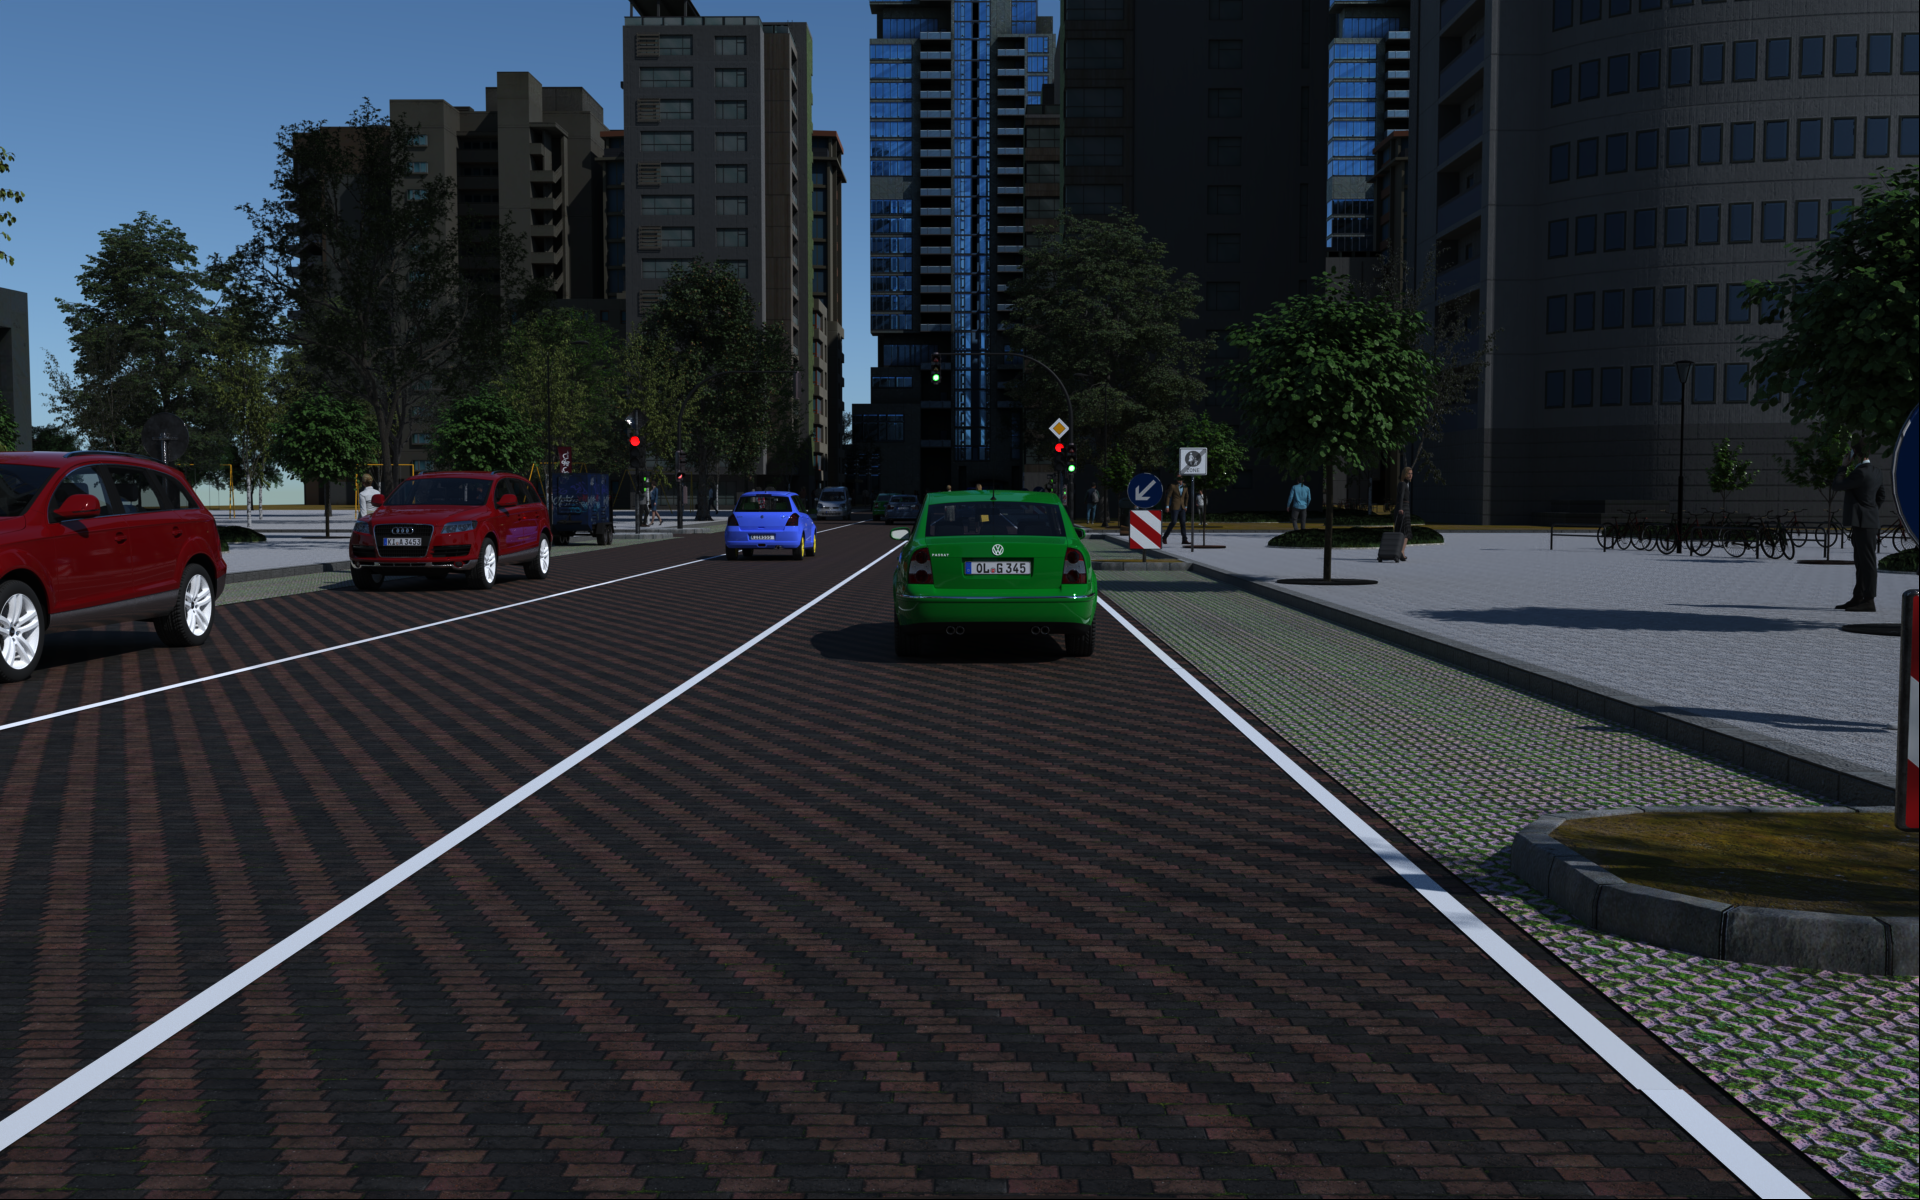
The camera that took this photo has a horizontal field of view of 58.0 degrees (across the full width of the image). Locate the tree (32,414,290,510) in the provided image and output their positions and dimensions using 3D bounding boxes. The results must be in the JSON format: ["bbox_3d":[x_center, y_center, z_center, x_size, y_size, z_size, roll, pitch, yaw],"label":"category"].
[{"bbox_3d":[-60.210,-10.193,129.561,11.467,7.101,20.602,1,4,16],"label":"tree"}]

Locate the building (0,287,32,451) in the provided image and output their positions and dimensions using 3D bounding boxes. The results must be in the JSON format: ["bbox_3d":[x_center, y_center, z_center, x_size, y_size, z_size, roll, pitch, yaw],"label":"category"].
[{"bbox_3d":[-45.441,-44.622,42.239,31.000,86.520,22.319,0,4,1],"label":"building"}]

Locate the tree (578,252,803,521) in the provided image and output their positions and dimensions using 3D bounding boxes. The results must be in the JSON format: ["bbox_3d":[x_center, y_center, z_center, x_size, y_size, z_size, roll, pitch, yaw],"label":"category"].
[{"bbox_3d":[-12.276,-10.111,82.318,9.611,12.733,9.660,0,3,0],"label":"tree"}]

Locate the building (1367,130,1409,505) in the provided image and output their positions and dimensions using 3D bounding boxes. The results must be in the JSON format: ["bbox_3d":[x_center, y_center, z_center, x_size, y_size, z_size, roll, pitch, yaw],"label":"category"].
[{"bbox_3d":[63.358,-33.500,202.356,28.867,44.769,22.147,0,4,1],"label":"building"}]

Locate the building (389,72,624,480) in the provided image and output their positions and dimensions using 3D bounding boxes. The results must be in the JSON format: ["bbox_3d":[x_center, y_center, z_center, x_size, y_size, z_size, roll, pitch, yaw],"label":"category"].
[{"bbox_3d":[-52.717,-35.475,203.722,21.600,48.544,21.300,0,4,1],"label":"building"}]

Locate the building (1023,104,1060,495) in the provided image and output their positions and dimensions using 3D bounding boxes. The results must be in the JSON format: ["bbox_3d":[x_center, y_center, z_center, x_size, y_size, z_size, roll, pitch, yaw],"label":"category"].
[{"bbox_3d":[11.764,-22.020,131.727,14.160,30.474,14.107,0,4,1],"label":"building"}]

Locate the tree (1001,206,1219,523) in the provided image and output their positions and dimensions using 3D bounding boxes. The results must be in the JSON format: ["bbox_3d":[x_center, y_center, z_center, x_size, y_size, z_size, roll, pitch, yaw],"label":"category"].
[{"bbox_3d":[6.471,-10.408,76.825,9.857,13.997,8.962,0,3,0],"label":"tree"}]

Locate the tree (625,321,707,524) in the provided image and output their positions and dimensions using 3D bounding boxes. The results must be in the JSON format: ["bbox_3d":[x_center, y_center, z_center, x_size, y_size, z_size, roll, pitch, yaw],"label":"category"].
[{"bbox_3d":[-13.245,-7.596,74.552,4.737,8.622,4.395,0,3,0],"label":"tree"}]

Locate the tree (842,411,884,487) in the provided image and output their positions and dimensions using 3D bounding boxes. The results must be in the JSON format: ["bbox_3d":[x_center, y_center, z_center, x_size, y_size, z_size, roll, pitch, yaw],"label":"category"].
[{"bbox_3d":[-12.272,-15.461,187.195,8.767,10.594,7.601,0,4,0],"label":"tree"}]

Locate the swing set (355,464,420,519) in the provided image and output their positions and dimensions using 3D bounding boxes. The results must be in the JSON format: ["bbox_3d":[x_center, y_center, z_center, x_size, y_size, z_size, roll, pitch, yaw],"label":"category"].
[{"bbox_3d":[-30.006,-5.701,90.826,3.119,2.851,2.862,-1,4,-15],"label":"swing set"}]

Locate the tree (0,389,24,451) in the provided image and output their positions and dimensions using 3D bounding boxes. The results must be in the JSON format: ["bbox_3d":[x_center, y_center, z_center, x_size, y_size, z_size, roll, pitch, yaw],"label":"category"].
[{"bbox_3d":[-25.800,-3.714,44.430,4.285,4.588,4.351,0,3,0],"label":"tree"}]

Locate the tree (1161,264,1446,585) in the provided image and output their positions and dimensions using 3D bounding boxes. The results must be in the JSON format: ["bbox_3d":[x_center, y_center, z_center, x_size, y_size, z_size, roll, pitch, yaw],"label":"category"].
[{"bbox_3d":[5.219,-2.518,24.878,4.285,4.588,4.351,0,3,0],"label":"tree"}]

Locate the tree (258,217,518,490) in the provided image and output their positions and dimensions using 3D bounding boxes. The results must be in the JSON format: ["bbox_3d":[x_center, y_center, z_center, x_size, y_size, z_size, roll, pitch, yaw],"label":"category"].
[{"bbox_3d":[-24.443,-10.057,74.810,12.009,13.543,11.850,0,3,0],"label":"tree"}]

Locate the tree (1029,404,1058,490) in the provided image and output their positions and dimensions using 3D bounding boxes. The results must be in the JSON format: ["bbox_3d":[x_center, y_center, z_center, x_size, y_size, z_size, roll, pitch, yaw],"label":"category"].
[{"bbox_3d":[6.916,-10.423,120.784,4.360,8.622,3.978,0,3,0],"label":"tree"}]

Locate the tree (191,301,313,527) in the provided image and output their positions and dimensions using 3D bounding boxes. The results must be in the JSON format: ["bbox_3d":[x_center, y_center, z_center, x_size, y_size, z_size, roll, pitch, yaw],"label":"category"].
[{"bbox_3d":[-27.196,-7.113,66.664,4.737,8.622,4.395,0,3,0],"label":"tree"}]

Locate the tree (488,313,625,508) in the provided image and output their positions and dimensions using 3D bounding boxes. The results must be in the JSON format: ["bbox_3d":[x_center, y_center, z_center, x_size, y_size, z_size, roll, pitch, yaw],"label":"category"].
[{"bbox_3d":[-16.194,-7.175,67.673,4.737,8.622,4.395,0,3,0],"label":"tree"}]

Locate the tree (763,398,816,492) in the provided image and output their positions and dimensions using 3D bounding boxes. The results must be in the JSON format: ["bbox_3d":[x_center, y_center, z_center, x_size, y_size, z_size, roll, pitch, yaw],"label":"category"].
[{"bbox_3d":[-12.466,-10.734,125.866,4.737,8.622,4.395,0,3,0],"label":"tree"}]

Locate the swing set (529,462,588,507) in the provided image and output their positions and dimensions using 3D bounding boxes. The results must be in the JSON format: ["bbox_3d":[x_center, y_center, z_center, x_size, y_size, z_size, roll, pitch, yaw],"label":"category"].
[{"bbox_3d":[-20.000,-5.407,86.023,3.119,2.851,2.862,1,4,20],"label":"swing set"}]

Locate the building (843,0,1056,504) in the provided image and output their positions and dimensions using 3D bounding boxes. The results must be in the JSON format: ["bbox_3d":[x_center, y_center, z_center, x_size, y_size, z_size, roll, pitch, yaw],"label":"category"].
[{"bbox_3d":[-0.084,-56.276,232.779,31.000,86.520,22.319,0,4,1],"label":"building"}]

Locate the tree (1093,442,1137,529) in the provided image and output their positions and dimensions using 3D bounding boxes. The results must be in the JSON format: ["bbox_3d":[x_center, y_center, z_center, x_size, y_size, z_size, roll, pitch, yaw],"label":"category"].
[{"bbox_3d":[5.806,-4.293,64.790,1.663,3.219,1.824,0,3,0],"label":"tree"}]

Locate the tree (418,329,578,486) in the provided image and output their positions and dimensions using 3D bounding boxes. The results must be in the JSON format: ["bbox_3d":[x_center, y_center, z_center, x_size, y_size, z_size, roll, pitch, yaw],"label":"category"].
[{"bbox_3d":[-31.841,-12.233,117.023,9.611,12.733,9.660,0,3,0],"label":"tree"}]

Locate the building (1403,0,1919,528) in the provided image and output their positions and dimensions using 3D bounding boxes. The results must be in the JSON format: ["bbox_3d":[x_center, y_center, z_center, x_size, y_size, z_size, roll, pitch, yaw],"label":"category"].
[{"bbox_3d":[35.468,-32.511,73.561,28.212,58.520,21.231,0,4,1],"label":"building"}]

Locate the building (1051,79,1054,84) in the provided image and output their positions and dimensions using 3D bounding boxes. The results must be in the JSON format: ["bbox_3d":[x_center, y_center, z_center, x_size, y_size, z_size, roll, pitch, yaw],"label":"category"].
[{"bbox_3d":[20.068,-35.380,198.078,23.786,49.044,30.456,0,4,1],"label":"building"}]

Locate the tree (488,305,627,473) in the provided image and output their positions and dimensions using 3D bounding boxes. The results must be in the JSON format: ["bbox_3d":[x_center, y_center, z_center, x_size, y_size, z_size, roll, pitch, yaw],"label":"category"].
[{"bbox_3d":[-21.829,-10.306,94.265,9.928,11.665,9.643,0,3,0],"label":"tree"}]

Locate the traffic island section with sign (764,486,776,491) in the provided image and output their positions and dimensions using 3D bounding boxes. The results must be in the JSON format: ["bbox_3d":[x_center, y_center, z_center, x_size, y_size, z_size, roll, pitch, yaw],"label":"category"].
[{"bbox_3d":[-9.785,-4.944,89.467,1.989,1.847,2.006,0,4,1],"label":"traffic island section with sign"}]

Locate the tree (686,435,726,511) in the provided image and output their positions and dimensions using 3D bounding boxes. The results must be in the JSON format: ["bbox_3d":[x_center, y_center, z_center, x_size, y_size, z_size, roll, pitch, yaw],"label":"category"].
[{"bbox_3d":[-18.734,-11.105,131.925,4.360,8.622,3.978,0,3,0],"label":"tree"}]

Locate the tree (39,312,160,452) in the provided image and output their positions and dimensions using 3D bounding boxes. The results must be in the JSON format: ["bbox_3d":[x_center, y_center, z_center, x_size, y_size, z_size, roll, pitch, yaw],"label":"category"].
[{"bbox_3d":[-34.206,-7.260,69.061,4.360,8.622,3.978,0,3,0],"label":"tree"}]

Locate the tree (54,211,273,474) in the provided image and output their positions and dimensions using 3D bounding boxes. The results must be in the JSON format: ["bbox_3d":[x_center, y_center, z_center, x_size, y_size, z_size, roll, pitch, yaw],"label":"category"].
[{"bbox_3d":[-35.605,-10.487,78.115,9.857,13.997,8.962,0,3,0],"label":"tree"}]

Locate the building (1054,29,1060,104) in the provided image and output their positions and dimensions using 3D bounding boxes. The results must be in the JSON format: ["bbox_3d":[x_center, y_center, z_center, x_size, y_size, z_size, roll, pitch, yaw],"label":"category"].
[{"bbox_3d":[15.943,-31.288,161.668,14.600,45.320,14.200,0,4,1],"label":"building"}]

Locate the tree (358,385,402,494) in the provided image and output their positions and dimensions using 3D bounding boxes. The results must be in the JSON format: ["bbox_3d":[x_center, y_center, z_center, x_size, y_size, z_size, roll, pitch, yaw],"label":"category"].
[{"bbox_3d":[-35.997,-9.556,106.600,4.737,8.622,4.395,0,3,0],"label":"tree"}]

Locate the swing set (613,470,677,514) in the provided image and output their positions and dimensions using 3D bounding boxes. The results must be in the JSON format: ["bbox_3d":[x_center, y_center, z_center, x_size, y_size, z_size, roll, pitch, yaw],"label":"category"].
[{"bbox_3d":[-20.477,-6.974,111.651,2.862,2.851,3.119,2,4,28],"label":"swing set"}]

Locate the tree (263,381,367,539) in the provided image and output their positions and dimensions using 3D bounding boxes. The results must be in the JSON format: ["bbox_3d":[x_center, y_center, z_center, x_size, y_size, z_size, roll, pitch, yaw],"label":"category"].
[{"bbox_3d":[-18.345,-4.068,50.230,4.285,4.588,4.351,0,3,0],"label":"tree"}]

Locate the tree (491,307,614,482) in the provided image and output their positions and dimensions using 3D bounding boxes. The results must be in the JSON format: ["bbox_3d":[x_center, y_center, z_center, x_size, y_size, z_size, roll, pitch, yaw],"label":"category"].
[{"bbox_3d":[-24.646,-11.423,104.892,7.486,12.596,7.792,0,3,0],"label":"tree"}]

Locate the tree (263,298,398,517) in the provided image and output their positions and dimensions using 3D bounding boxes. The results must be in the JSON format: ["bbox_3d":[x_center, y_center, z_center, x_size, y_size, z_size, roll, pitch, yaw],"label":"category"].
[{"bbox_3d":[-35.715,-11.027,98.423,7.486,12.596,7.792,0,3,0],"label":"tree"}]

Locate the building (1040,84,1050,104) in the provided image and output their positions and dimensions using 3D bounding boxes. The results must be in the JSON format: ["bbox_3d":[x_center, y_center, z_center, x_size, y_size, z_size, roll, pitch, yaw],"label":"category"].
[{"bbox_3d":[15.084,-30.125,176.138,14.154,41.232,14.086,0,4,1],"label":"building"}]

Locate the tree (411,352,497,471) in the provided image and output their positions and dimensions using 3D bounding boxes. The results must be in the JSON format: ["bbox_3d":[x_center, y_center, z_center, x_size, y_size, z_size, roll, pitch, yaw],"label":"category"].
[{"bbox_3d":[-24.668,-8.272,85.613,4.360,8.622,3.978,0,3,0],"label":"tree"}]

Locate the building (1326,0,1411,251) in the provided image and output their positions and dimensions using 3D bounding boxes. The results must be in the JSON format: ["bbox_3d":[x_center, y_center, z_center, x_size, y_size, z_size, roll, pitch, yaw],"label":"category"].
[{"bbox_3d":[60.479,-56.257,232.475,31.000,86.520,22.319,0,4,1],"label":"building"}]

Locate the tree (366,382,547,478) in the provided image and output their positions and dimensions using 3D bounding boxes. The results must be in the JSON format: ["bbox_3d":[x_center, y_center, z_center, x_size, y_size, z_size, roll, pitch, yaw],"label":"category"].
[{"bbox_3d":[-13.652,-4.023,49.491,4.285,4.588,4.351,0,3,0],"label":"tree"}]

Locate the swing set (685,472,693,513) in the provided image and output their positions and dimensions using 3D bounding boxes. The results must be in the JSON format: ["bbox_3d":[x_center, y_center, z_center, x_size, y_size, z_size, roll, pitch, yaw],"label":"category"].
[{"bbox_3d":[-20.012,-7.531,120.751,3.119,2.851,2.862,0,4,-5],"label":"swing set"}]

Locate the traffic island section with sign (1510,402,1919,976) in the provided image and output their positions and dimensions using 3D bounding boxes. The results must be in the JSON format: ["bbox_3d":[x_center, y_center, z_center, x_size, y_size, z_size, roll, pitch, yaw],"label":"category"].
[{"bbox_3d":[3.069,0.158,6.053,1.989,1.847,2.006,0,4,1],"label":"traffic island section with sign"}]

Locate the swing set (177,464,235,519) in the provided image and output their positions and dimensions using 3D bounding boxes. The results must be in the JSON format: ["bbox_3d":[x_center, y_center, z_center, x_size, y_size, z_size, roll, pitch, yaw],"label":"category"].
[{"bbox_3d":[-39.825,-5.697,90.758,3.119,2.851,2.862,-1,4,-18],"label":"swing set"}]

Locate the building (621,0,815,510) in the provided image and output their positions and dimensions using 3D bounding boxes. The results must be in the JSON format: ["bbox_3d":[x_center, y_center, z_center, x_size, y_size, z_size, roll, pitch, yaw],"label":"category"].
[{"bbox_3d":[-19.981,-28.269,145.798,14.154,41.232,14.086,0,4,1],"label":"building"}]

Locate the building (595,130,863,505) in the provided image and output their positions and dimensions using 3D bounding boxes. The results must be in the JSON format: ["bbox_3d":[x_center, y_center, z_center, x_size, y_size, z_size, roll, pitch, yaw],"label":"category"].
[{"bbox_3d":[-26.530,-33.516,202.614,28.867,44.769,22.147,0,4,1],"label":"building"}]

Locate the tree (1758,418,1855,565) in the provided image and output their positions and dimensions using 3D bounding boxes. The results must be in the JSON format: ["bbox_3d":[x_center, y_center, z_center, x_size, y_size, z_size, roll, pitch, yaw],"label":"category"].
[{"bbox_3d":[16.110,-2.281,31.898,1.663,3.219,1.824,0,3,0],"label":"tree"}]

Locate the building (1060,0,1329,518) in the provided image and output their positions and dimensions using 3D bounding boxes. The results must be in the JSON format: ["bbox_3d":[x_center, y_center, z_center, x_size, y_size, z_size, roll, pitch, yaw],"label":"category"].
[{"bbox_3d":[12.589,-25.345,97.993,14.154,41.232,14.086,0,4,1],"label":"building"}]

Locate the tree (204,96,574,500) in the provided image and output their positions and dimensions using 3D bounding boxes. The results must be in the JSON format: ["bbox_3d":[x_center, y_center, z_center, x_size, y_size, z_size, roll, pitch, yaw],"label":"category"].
[{"bbox_3d":[-13.234,-6.470,40.203,8.767,10.594,7.601,-1,4,-13],"label":"tree"}]

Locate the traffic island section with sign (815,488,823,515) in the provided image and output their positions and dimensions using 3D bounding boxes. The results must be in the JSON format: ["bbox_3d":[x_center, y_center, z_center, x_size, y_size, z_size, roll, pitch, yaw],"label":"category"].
[{"bbox_3d":[-9.486,-6.653,117.410,1.989,1.847,2.006,0,4,1],"label":"traffic island section with sign"}]

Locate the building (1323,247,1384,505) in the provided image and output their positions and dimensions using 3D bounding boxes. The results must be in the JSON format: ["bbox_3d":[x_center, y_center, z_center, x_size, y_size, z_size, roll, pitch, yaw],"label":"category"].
[{"bbox_3d":[41.839,-26.604,206.679,14.107,30.474,14.160,0,4,1],"label":"building"}]

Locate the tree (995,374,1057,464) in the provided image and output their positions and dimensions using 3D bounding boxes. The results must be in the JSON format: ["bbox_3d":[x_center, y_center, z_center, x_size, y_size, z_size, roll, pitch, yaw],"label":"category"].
[{"bbox_3d":[6.266,-10.800,110.999,8.767,10.594,7.601,1,4,9],"label":"tree"}]

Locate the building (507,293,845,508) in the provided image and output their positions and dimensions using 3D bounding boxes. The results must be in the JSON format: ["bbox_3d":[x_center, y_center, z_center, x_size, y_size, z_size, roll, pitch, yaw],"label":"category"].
[{"bbox_3d":[-26.140,-19.748,167.917,27.650,21.520,28.899,0,4,1],"label":"building"}]

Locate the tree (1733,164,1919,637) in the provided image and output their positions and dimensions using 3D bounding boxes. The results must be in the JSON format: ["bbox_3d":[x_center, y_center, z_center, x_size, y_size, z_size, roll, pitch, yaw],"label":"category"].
[{"bbox_3d":[9.006,-1.965,15.848,4.285,4.588,4.351,0,3,0],"label":"tree"}]

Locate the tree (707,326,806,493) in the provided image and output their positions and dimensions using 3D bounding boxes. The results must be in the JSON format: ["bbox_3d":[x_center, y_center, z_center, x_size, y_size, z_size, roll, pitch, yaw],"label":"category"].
[{"bbox_3d":[-12.448,-10.627,99.501,9.928,11.665,9.643,0,3,0],"label":"tree"}]

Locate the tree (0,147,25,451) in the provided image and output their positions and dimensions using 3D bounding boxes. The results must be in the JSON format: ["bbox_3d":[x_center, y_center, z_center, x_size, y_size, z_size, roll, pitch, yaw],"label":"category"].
[{"bbox_3d":[-13.544,-4.345,21.395,4.737,8.622,4.395,0,3,0],"label":"tree"}]

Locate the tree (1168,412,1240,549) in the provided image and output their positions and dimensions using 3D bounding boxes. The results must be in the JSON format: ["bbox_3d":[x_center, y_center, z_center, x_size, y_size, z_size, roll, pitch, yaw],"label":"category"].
[{"bbox_3d":[5.683,-2.843,41.077,1.663,3.219,1.824,0,3,0],"label":"tree"}]

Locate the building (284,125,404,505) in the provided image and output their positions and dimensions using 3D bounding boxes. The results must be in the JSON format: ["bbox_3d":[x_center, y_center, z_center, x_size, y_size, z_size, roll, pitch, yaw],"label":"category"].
[{"bbox_3d":[-70.586,-34.057,206.949,14.200,45.320,14.600,0,4,1],"label":"building"}]

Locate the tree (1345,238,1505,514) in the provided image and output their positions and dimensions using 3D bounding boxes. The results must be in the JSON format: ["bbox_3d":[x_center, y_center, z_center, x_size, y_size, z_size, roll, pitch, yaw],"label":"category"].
[{"bbox_3d":[13.224,-6.108,50.224,4.360,8.622,3.978,0,3,0],"label":"tree"}]

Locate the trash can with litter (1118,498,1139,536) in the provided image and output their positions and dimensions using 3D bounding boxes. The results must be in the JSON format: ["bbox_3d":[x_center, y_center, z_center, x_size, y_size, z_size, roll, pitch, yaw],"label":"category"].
[{"bbox_3d":[5.213,-2.583,53.618,0.624,1.170,1.055,0,4,7],"label":"trash can with litter"}]

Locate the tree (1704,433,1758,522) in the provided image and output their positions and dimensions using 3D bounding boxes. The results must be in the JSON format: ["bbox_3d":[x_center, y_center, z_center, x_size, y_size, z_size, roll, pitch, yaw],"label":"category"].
[{"bbox_3d":[23.736,-3.629,53.942,1.663,3.219,1.824,0,3,0],"label":"tree"}]
